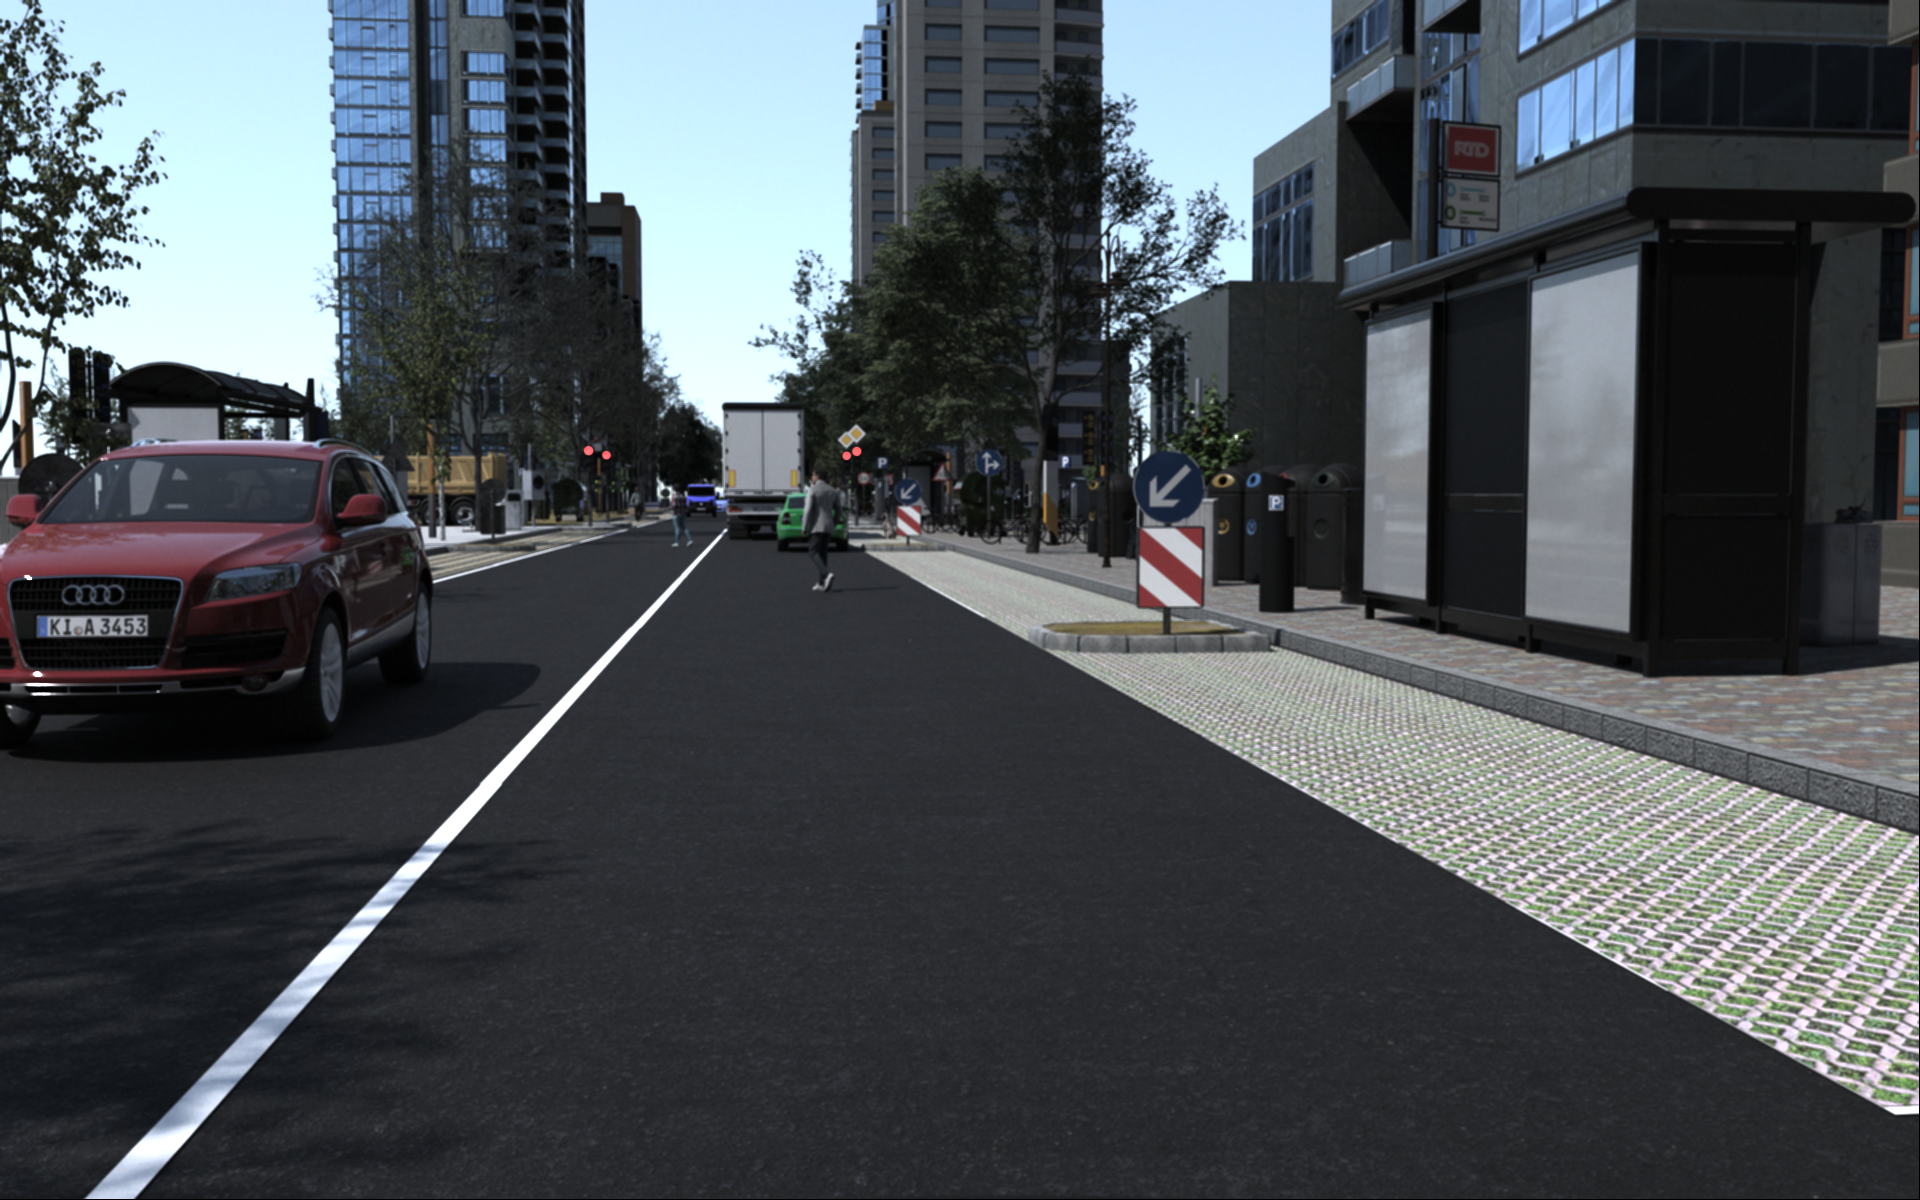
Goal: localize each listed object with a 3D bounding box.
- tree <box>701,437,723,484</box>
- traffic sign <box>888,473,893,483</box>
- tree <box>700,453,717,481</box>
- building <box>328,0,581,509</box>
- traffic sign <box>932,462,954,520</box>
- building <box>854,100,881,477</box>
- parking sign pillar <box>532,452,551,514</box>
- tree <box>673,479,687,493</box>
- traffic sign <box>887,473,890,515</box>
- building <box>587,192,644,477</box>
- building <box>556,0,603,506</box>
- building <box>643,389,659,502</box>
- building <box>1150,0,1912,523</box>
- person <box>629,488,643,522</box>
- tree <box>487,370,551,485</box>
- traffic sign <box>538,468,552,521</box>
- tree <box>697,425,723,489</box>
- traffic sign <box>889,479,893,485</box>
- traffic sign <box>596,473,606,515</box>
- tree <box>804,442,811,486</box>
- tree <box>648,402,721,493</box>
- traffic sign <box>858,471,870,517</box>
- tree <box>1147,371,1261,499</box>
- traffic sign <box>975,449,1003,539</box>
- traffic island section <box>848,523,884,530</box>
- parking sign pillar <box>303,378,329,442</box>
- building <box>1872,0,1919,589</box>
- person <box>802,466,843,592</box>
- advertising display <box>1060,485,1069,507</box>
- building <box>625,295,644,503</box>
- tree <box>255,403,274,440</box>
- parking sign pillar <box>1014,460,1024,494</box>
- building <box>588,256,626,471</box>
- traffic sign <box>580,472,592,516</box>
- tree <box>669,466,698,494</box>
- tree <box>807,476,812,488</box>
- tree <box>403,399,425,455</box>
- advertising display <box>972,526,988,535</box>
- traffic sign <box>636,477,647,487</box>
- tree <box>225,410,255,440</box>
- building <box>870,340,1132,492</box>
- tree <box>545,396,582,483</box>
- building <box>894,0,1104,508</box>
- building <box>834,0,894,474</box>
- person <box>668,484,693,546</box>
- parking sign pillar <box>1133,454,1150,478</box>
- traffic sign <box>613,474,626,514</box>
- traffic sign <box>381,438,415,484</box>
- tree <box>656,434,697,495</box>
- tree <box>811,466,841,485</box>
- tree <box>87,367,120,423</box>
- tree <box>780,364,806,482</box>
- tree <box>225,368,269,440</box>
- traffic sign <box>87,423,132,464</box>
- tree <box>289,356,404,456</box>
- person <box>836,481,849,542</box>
[{"bbox_3d":[-43.864,-22.567,294.720,9.928,11.665,9.643,0,3,0],"label":"tree"},{"bbox_3d":[-3.966,-6.397,104.702,0.768,2.556,0.104,0,4,-1],"label":"traffic sign"},{"bbox_3d":[-40.377,-20.154,263.927,7.601,10.594,8.767,2,4,27],"label":"tree"},{"bbox_3d":[-46.981,-51.966,162.314,22.319,86.520,31.000,0,4,-7],"label":"building"},{"bbox_3d":[-0.697,-4.278,69.952,0.884,2.594,0.081,0,4,2],"label":"traffic sign"},{"bbox_3d":[-5.591,-44.325,266.713,21.231,58.520,28.212,0,4,-7],"label":"building"},{"bbox_3d":[-26.761,-7.441,110.140,1.447,3.967,1.447,0,4,8],"label":"parking sign pillar"},{"bbox_3d":[-30.887,-11.946,189.915,1.663,3.219,1.824,0,3,0],"label":"tree"},{"bbox_3d":[-4.359,-6.480,105.959,0.884,2.594,0.081,0,4,-2],"label":"traffic sign"},{"bbox_3d":[-55.100,-37.306,260.055,14.600,45.320,14.200,0,4,-7],"label":"building"},{"bbox_3d":[-49.290,-45.912,188.906,20.563,71.187,20.611,0,4,-7],"label":"building"},{"bbox_3d":[-63.977,-26.717,281.860,27.650,21.520,28.899,0,4,-7],"label":"building"},{"bbox_3d":[19.756,-44.869,46.286,22.319,86.520,31.000,0,4,-7],"label":"building"},{"bbox_3d":[-16.815,-4.941,89.771,0.515,1.767,0.782,3,5,42],"label":"person"},{"bbox_3d":[-25.765,-9.276,102.030,4.360,8.622,3.978,0,3,0],"label":"tree"},{"bbox_3d":[-20.097,-5.109,83.636,0.768,2.556,0.104,0,4,1],"label":"traffic sign"},{"bbox_3d":[-44.537,-24.623,309.245,9.857,13.997,8.962,0,3,0],"label":"tree"},{"bbox_3d":[-3.869,-6.362,104.015,0.884,2.594,0.081,0,4,-1],"label":"traffic sign"},{"bbox_3d":[-21.522,-6.358,104.052,0.768,2.556,0.104,0,4,1],"label":"traffic sign"},{"bbox_3d":[-27.295,-23.030,294.668,7.486,12.596,7.792,0,3,0],"label":"tree"},{"bbox_3d":[-34.044,-18.065,212.367,9.611,12.733,9.660,0,3,0],"label":"tree"},{"bbox_3d":[-5.376,-5.911,96.746,0.768,2.556,0.104,0,4,2],"label":"traffic sign"},{"bbox_3d":[4.001,-2.003,27.349,1.663,3.219,1.824,0,3,0],"label":"tree"},{"bbox_3d":[0.819,-2.987,48.936,0.768,2.556,0.104,0,4,3],"label":"traffic sign"},{"bbox_3d":[-4.123,-2.887,69.479,2.009,0.180,2.903,0,4,-7],"label":"traffic island section"},{"bbox_3d":[-15.226,-3.209,40.938,1.447,3.967,1.447,-2,4,-26],"label":"parking sign pillar"},{"bbox_3d":[28.284,-10.158,11.124,27.650,21.520,28.899,0,4,-7],"label":"building"},{"bbox_3d":[-1.999,-1.052,25.539,0.661,1.843,0.795,-3,4,-39],"label":"person"},{"bbox_3d":[7.210,-6.983,119.393,0.123,1.923,0.974,3,4,37],"label":"advertising display"},{"bbox_3d":[-52.767,-29.043,246.556,14.160,30.474,14.107,0,4,-7],"label":"building"},{"bbox_3d":[-50.557,-10.889,128.398,4.360,8.622,3.978,0,3,0],"label":"tree"},{"bbox_3d":[4.557,-8.928,134.450,1.447,3.967,1.447,-1,4,-19],"label":"parking sign pillar"},{"bbox_3d":[-48.260,-26.667,207.711,14.160,30.474,14.107,0,4,-7],"label":"building"},{"bbox_3d":[-21.391,-6.054,99.097,0.768,2.556,0.104,0,4,0],"label":"traffic sign"},{"bbox_3d":[-31.609,-13.103,197.939,4.285,4.588,4.351,0,3,0],"label":"tree"},{"bbox_3d":[-18.230,-17.405,210.328,9.928,11.665,9.643,0,3,0],"label":"tree"},{"bbox_3d":[-32.290,-9.023,97.895,4.360,8.622,3.978,0,3,0],"label":"tree"},{"bbox_3d":[0.664,-3.031,54.769,0.123,1.923,0.974,2,4,35],"label":"advertising display"},{"bbox_3d":[-23.275,-7.735,126.565,0.768,2.556,0.104,0,4,2],"label":"traffic sign"},{"bbox_3d":[-47.377,-9.648,108.114,4.360,8.622,3.978,0,3,0],"label":"tree"},{"bbox_3d":[3.953,-22.185,207.757,27.650,21.520,28.899,0,4,-7],"label":"building"},{"bbox_3d":[-28.071,-10.376,120.006,4.737,8.622,4.395,0,3,0],"label":"tree"},{"bbox_3d":[3.794,-38.894,177.917,21.231,58.520,28.212,0,4,-7],"label":"building"},{"bbox_3d":[-9.883,-60.128,295.769,22.319,86.520,31.000,0,4,-7],"label":"building"},{"bbox_3d":[-7.679,-2.333,47.484,0.643,1.720,0.563,3,4,37],"label":"person"},{"bbox_3d":[13.167,-8.359,125.134,1.447,3.967,1.447,1,4,19],"label":"parking sign pillar"},{"bbox_3d":[-21.749,-6.748,110.332,0.884,2.594,0.081,0,4,-6],"label":"traffic sign"},{"bbox_3d":[-13.195,-2.478,40.519,0.884,2.594,0.081,0,4,-4],"label":"traffic sign"},{"bbox_3d":[-30.344,-14.297,184.117,4.737,8.622,4.395,0,3,0],"label":"tree"},{"bbox_3d":[-13.346,-11.653,174.241,4.285,4.588,4.351,0,3,0],"label":"tree"},{"bbox_3d":[-47.080,-8.995,97.432,4.360,8.622,3.978,0,3,0],"label":"tree"},{"bbox_3d":[-11.776,-15.409,158.594,9.857,13.997,8.962,0,3,0],"label":"tree"},{"bbox_3d":[-42.900,-9.270,101.921,4.737,8.622,4.395,0,3,0],"label":"tree"},{"bbox_3d":[-12.210,-1.394,24.915,0.606,2.300,0.079,0,4,-6],"label":"traffic sign"},{"bbox_3d":[-32.097,-8.521,89.679,4.360,8.622,3.978,0,3,0],"label":"tree"},{"bbox_3d":[-3.659,-2.635,51.691,0.679,1.850,0.850,-3,5,-44],"label":"person"}]
